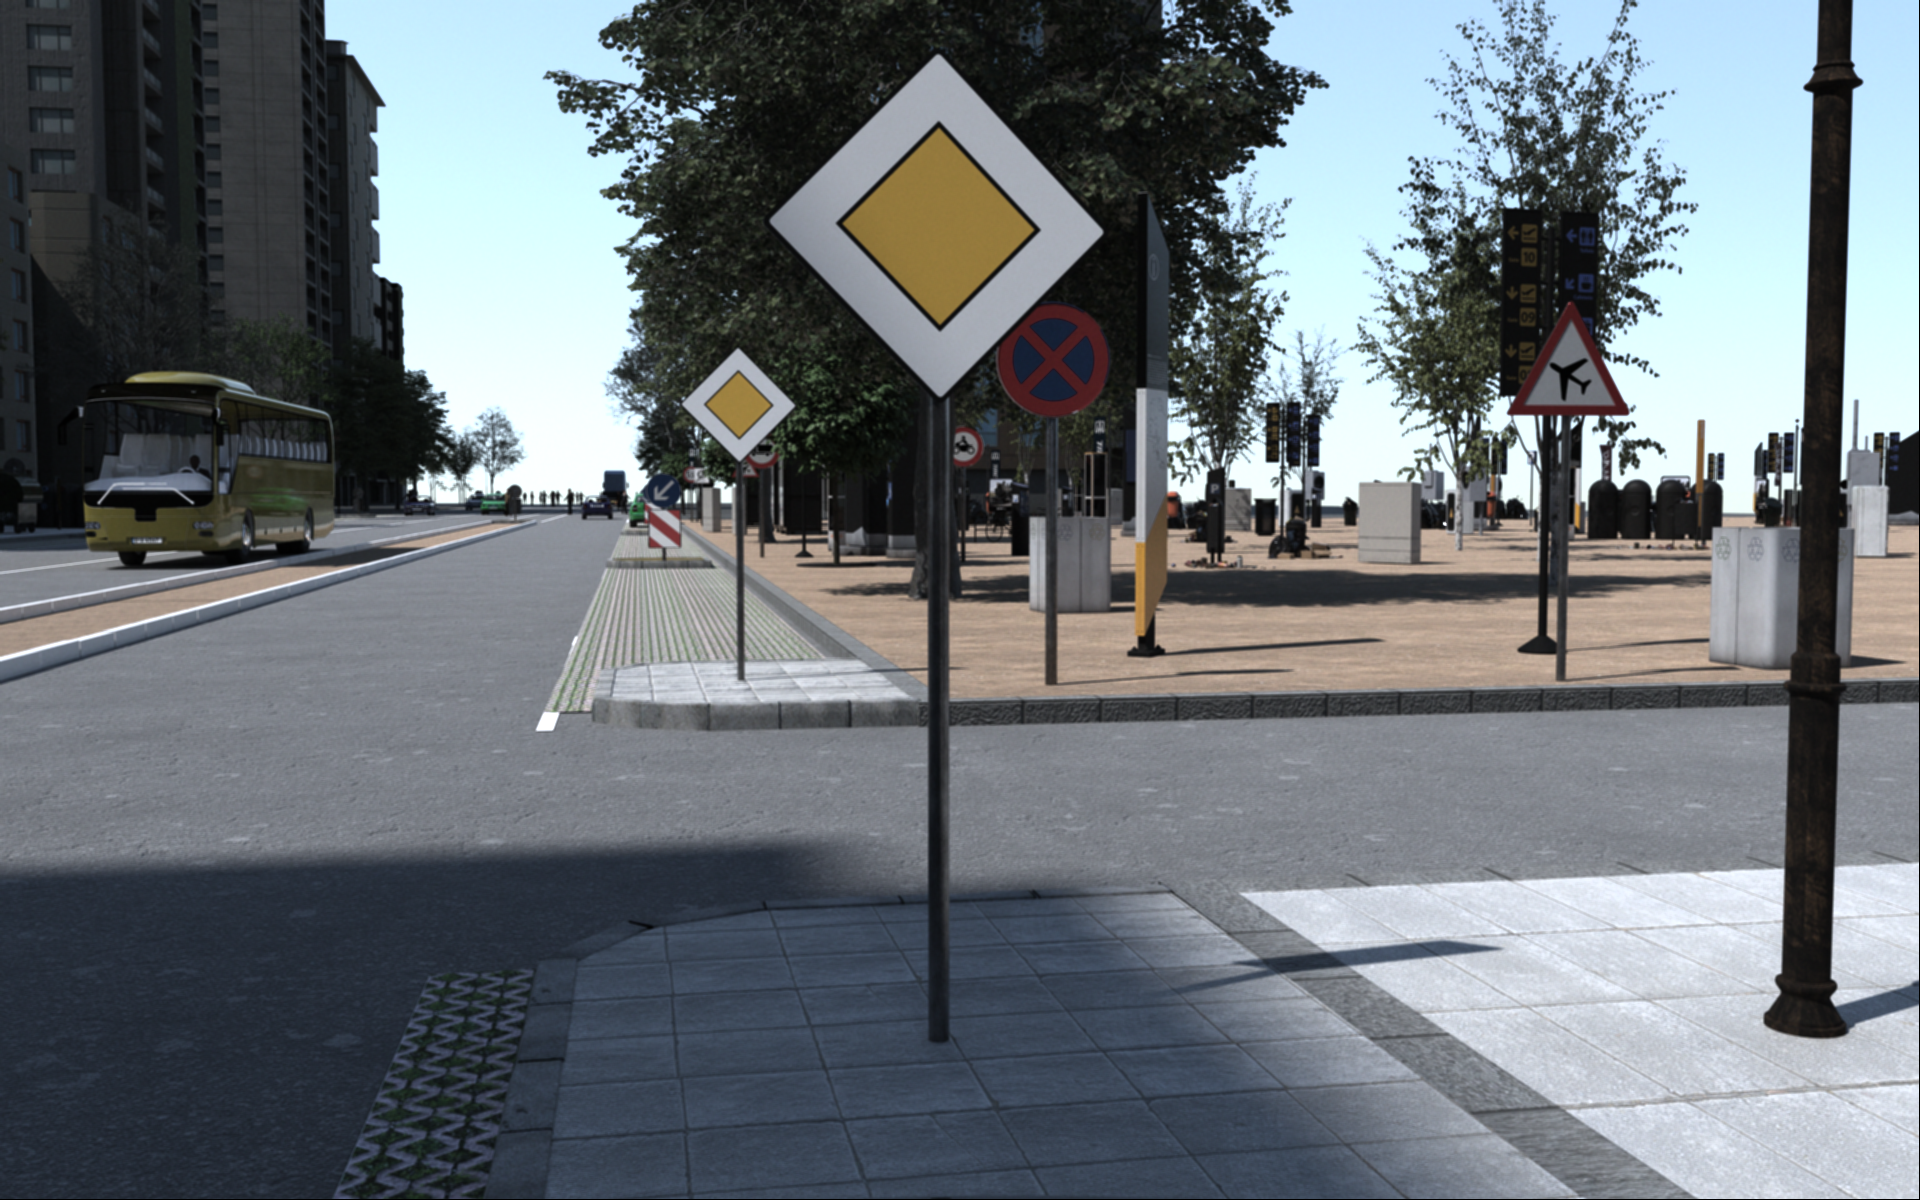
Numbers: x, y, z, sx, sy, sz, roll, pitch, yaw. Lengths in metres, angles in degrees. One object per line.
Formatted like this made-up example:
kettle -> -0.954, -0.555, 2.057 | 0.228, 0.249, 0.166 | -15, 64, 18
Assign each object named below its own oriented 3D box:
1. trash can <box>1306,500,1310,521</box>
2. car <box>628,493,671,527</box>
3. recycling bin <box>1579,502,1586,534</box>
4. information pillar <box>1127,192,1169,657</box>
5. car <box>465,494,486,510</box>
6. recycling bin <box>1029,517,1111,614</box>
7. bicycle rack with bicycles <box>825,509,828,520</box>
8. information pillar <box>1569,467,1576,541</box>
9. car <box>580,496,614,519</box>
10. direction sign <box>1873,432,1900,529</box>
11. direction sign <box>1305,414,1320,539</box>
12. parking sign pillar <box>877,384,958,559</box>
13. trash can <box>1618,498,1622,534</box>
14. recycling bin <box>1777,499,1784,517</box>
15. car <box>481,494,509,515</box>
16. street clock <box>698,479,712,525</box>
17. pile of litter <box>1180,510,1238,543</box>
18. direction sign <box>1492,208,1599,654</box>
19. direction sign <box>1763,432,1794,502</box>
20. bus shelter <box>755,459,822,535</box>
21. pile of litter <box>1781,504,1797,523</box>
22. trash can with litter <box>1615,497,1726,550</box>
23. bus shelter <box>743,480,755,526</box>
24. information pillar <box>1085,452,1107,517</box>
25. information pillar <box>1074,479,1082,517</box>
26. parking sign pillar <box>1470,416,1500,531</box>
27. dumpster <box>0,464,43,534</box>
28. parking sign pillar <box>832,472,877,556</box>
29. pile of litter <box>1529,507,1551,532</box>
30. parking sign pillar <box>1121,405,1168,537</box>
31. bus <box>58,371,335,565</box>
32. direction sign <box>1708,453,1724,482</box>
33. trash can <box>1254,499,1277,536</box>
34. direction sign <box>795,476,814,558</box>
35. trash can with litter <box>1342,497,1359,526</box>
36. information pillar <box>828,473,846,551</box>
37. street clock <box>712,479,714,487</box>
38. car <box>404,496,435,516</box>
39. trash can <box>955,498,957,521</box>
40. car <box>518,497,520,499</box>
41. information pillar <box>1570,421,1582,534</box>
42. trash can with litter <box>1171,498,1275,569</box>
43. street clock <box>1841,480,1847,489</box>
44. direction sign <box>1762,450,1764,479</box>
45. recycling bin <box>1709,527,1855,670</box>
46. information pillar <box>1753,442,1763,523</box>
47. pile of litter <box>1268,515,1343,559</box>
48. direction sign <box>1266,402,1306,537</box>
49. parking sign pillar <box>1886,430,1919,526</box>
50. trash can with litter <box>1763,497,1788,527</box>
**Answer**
trash can -> 16.129, -4.262, 81.330 | 0.748, 1.137, 0.748 | 0, 3, 0
car -> -13.434, -4.066, 75.277 | 1.959, 1.807, 4.718 | -1, 4, -10
recycling bin -> 19.860, -2.668, 56.169 | 0.722, 1.027, 0.722 | 1, 4, 13
information pillar -> 1.521, -1.369, 13.744 | 0.183, 3.616, 0.504 | 2, 4, 28
car -> -42.763, -8.659, 153.577 | 2.014, 1.417, 4.499 | -1, 4, -9
recycling bin -> 1.199, -0.390, 18.923 | 0.722, 1.027, 0.722 | -1, 4, -16
bicycle rack with bicycles -> -4.869, -4.141, 81.081 | 2.925, 0.926, 2.852 | -1, 4, -9
information pillar -> 16.471, -2.597, 46.949 | 0.304, 2.012, 0.304 | 0, 4, -7
car -> -20.800, -5.305, 99.312 | 1.945, 1.354, 3.894 | -1, 4, -12
direction sign -> 33.958, -4.377, 63.554 | 0.379, 3.537, 0.876 | -3, 5, -44
direction sign -> 9.751, -3.495, 49.142 | 0.876, 3.537, 0.379 | 0, 4, -2
parking sign pillar -> -0.771, -2.830, 34.746 | 1.447, 3.967, 1.447 | -1, 4, -13
trash can -> 21.486, -2.696, 55.739 | 0.748, 1.137, 0.748 | 0, 3, 0
recycling bin -> 40.313, -4.447, 85.267 | 0.722, 1.027, 0.722 | 3, 4, 37
car -> -32.324, -6.844, 120.699 | 1.959, 1.807, 4.718 | -1, 4, -10
street clock -> -10.819, -4.183, 72.963 | 0.471, 2.002, 0.358 | -1, 4, -14
pile of litter -> 6.500, -1.959, 45.991 | 1.719, 0.858, 1.176 | 3, 5, 42
direction sign -> 4.718, -1.341, 13.928 | 0.876, 3.537, 0.379 | -1, 4, -17
direction sign -> 30.207, -4.391, 63.793 | 0.876, 3.537, 0.379 | 1, 4, 13
bus shelter -> -5.426, -4.930, 58.234 | 2.179, 5.291, 8.768 | -1, 4, -11
pile of litter -> 37.535, -3.940, 78.391 | 1.719, 0.858, 1.176 | -3, 4, -36
trash can with litter -> 16.512, -1.795, 40.409 | 2.233, 1.210, 1.678 | 2, 4, 27
bus shelter -> -8.501, -5.836, 73.043 | 2.179, 5.291, 8.768 | -1, 4, -11
information pillar -> 2.410, -1.606, 30.745 | 0.304, 2.012, 0.304 | -1, 4, -22
information pillar -> 5.601, -4.738, 81.964 | 0.304, 2.012, 0.304 | -1, 4, -14
parking sign pillar -> 18.051, -4.390, 60.242 | 1.447, 3.967, 1.447 | 0, 4, 8
dumpster -> -31.090, -3.310, 56.605 | 1.502, 2.255, 1.985 | -1, 4, -10
parking sign pillar -> -1.990, -2.940, 36.548 | 1.447, 3.967, 1.447 | -2, 4, -26
pile of litter -> 19.882, -2.732, 58.633 | 1.176, 0.858, 1.719 | 1, 4, 21
parking sign pillar -> 5.596, -3.913, 52.443 | 1.447, 3.967, 1.447 | 0, 4, 0
bus -> -16.318, -2.863, 38.365 | 2.896, 3.916, 12.252 | -1, 4, -10
direction sign -> 41.713, -6.339, 95.637 | 0.379, 3.537, 0.876 | -3, 5, -43
trash can -> 9.403, -2.550, 53.348 | 0.748, 1.137, 0.748 | 0, 3, 0
direction sign -> -3.167, -2.636, 35.091 | 0.379, 3.537, 0.876 | 1, 4, 13
trash can with litter -> 16.015, -3.585, 69.995 | 1.055, 1.170, 0.624 | 0, 4, 3
information pillar -> -2.769, -2.110, 38.986 | 0.304, 2.012, 0.304 | -3, 5, -41
street clock -> -11.281, -4.488, 77.943 | 0.471, 2.002, 0.358 | 3, 5, 44
car -> -36.105, -6.311, 115.764 | 1.945, 1.354, 3.894 | -1, 4, -12
trash can -> -0.315, -3.440, 67.893 | 0.748, 1.137, 0.748 | 0, 3, 0
car -> -50.137, -11.266, 193.233 | 2.155, 1.783, 4.494 | -1, 4, -11
information pillar -> 19.585, -3.907, 55.227 | 0.183, 3.616, 0.504 | -3, 5, -45
trash can with litter -> 4.543, -1.197, 30.631 | 1.678, 1.210, 2.233 | 0, 4, -5
street clock -> 44.920, -5.095, 87.873 | 0.358, 2.002, 0.471 | -3, 5, -43
direction sign -> 40.963, -5.906, 88.563 | 0.876, 3.537, 0.379 | -2, 4, -29
recycling bin -> 6.156, -0.027, 12.997 | 0.722, 1.027, 0.722 | -1, 4, -12
information pillar -> 35.788, -5.280, 77.676 | 0.504, 3.616, 0.183 | -2, 4, -35
pile of litter -> 6.915, -1.269, 34.711 | 1.719, 0.858, 1.176 | -1, 4, -11
direction sign -> 7.965, -3.105, 42.762 | 0.876, 3.537, 0.379 | 2, 4, 31
parking sign pillar -> 38.396, -5.014, 70.453 | 1.447, 3.967, 1.447 | 1, 4, 17
trash can with litter -> 26.572, -2.742, 56.221 | 0.624, 1.170, 1.055 | -1, 4, -9
